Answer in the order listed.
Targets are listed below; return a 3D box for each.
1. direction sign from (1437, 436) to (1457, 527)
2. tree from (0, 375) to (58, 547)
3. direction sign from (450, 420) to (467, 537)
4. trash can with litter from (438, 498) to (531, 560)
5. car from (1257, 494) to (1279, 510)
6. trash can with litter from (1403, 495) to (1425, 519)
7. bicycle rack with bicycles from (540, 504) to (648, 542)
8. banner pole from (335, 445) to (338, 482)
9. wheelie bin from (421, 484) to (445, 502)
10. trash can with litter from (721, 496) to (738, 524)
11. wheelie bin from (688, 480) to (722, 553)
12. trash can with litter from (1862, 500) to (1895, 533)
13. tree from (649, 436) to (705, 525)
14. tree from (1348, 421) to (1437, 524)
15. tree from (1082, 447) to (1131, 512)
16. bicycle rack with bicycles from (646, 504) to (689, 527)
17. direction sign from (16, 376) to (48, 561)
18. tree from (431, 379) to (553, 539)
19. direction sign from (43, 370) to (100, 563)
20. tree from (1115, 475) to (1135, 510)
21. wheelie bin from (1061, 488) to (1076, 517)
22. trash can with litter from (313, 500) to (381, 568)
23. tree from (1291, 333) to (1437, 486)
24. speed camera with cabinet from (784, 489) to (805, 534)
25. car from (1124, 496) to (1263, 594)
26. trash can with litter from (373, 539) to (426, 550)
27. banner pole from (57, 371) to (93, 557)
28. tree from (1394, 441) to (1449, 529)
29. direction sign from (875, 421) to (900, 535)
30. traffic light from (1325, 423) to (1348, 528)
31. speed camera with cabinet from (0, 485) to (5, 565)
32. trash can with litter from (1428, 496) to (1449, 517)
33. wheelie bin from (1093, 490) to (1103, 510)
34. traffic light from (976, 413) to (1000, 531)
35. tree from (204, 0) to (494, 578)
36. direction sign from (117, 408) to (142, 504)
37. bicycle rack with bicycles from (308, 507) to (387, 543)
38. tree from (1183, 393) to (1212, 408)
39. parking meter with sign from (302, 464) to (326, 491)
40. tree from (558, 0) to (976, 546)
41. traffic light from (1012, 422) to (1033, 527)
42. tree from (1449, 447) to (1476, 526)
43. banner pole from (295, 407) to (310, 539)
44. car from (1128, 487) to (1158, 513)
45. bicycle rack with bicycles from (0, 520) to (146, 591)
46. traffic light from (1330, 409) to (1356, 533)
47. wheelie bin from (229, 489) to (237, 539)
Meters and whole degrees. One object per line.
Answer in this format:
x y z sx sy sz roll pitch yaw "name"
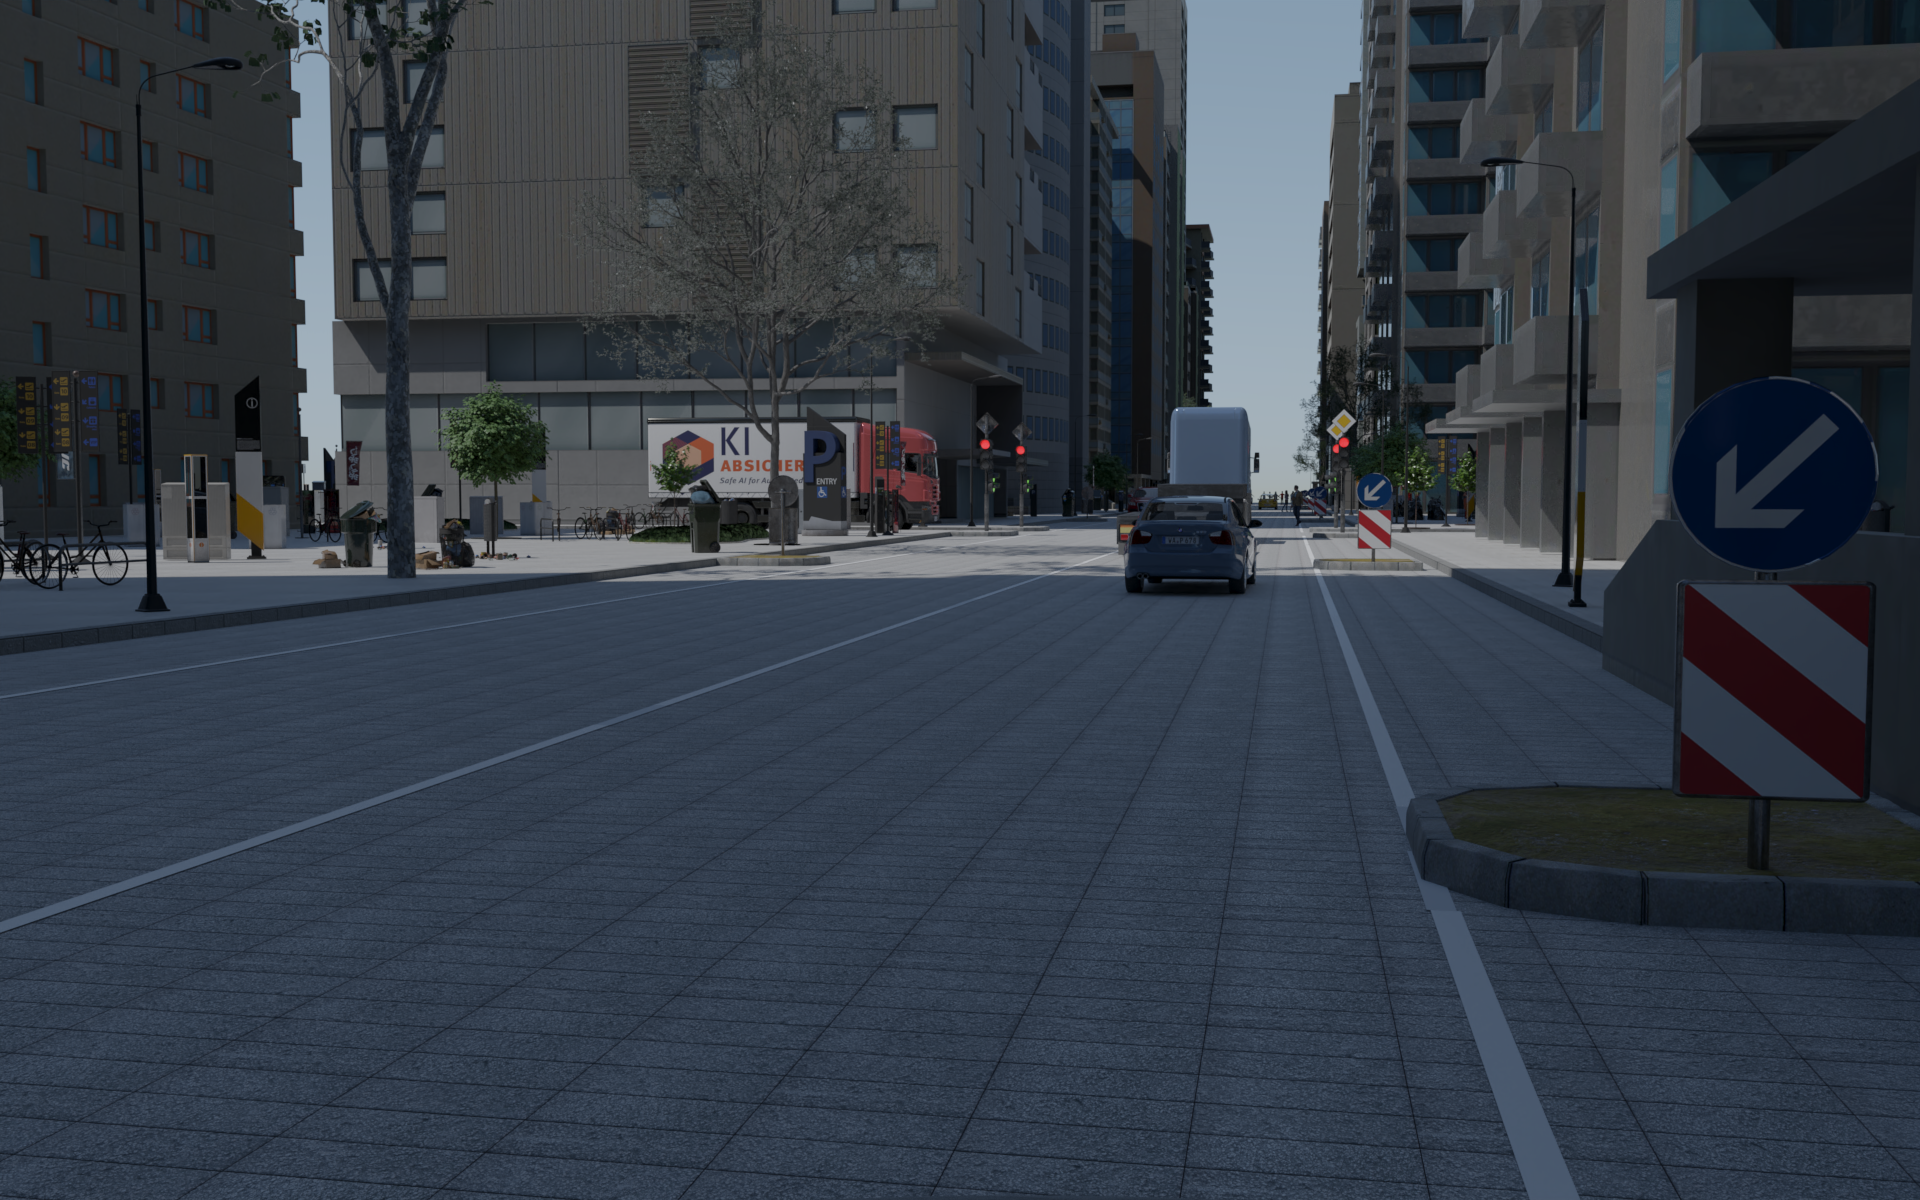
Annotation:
19.087 -4.642 67.893 0.379 3.537 0.876 -3 4 -39 "direction sign"
-23.825 -3.582 42.276 4.285 4.588 4.351 0 3 0 "tree"
-15.091 -3.686 52.262 0.379 3.537 0.876 1 4 20 "direction sign"
-9.311 -1.417 34.232 1.678 1.210 2.233 -2 4 -27 "trash can with litter"
28.425 -9.145 159.750 2.015 1.641 3.980 1 4 12 "car"
23.455 -4.725 88.308 1.678 1.210 2.233 1 4 16 "trash can with litter"
-10.465 -2.119 48.031 2.852 0.926 2.925 -1 4 -23 "bicycle rack with bicycles"
-31.531 -5.969 87.609 0.401 3.779 0.863 -1 4 -12 "banner pole"
-16.757 -2.880 54.992 0.693 1.594 0.980 -2 4 -35 "wheelie bin"
-6.667 -2.567 53.032 2.233 1.210 1.678 -1 4 -10 "trash can with litter"
-5.580 -1.828 37.800 0.693 1.594 0.980 -1 4 -20 "wheelie bin"
10.987 -0.585 20.615 1.678 1.210 2.233 0 4 1 "trash can with litter"
-9.699 -3.887 58.151 1.663 3.219 1.824 0 3 0 "tree"
19.207 -5.629 75.748 4.285 4.588 4.351 0 3 0 "tree"
10.330 -8.447 121.825 4.285 4.588 4.351 0 3 0 "tree"
-11.126 -2.950 61.620 2.852 0.926 2.925 -2 4 -32 "bicycle rack with bicycles"
-17.715 -2.538 33.494 0.876 3.537 0.379 -1 4 -16 "direction sign"
-13.390 -4.026 49.540 4.285 4.588 4.351 0 3 0 "tree"
-16.220 -2.436 31.833 0.876 3.537 0.379 0 4 5 "direction sign"
12.872 -8.778 138.116 1.663 3.219 1.824 0 3 0 "tree"
6.126 -5.491 97.692 0.693 1.594 0.980 1 4 17 "wheelie bin"
-10.674 -1.148 30.151 1.055 1.170 0.624 -3 5 -44 "trash can with litter"
23.383 -10.105 99.633 8.767 10.594 7.601 2 4 24 "tree"
-5.007 -3.747 55.595 2.038 3.252 0.660 -1 4 -19 "speed camera with cabinet"
3.547 -0.874 26.298 2.014 1.417 4.499 1 4 13 "car"
-13.352 -1.793 40.377 1.678 1.210 2.233 -1 4 -15 "trash can with litter"
-18.147 -2.773 35.353 0.863 3.779 0.401 2 4 24 "banner pole"
16.725 -4.236 63.866 1.663 3.219 1.824 0 3 0 "tree"
-2.245 -3.783 53.857 0.876 3.537 0.379 2 4 28 "direction sign"
14.177 -4.670 65.282 0.839 4.253 0.868 1 4 11 "traffic light"
-16.790 -2.139 29.309 0.660 3.252 2.038 -1 4 -16 "speed camera with cabinet"
25.194 -4.879 91.152 1.055 1.170 0.624 1 4 12 "trash can with litter"
10.710 -7.828 135.897 0.980 1.594 0.693 0 4 -1 "wheelie bin"
0.935 -4.325 59.636 0.839 4.253 0.868 1 4 11 "traffic light"
-7.504 -10.464 26.978 12.611 20.169 13.585 0 3 0 "tree"
-22.115 -3.314 46.173 0.379 3.537 0.876 1 4 12 "direction sign"
-15.724 -2.014 46.314 2.852 0.926 2.925 -3 5 -44 "bicycle rack with bicycles"
28.279 -18.968 216.777 9.857 13.997 8.962 0 3 0 "tree"
-36.880 -6.324 99.655 1.738 3.016 0.543 0 4 -7 "parking meter with sign"
-4.711 -8.102 42.831 12.009 13.543 11.850 0 3 0 "tree"
2.420 -4.805 67.482 0.839 4.253 0.868 1 4 11 "traffic light"
20.865 -4.656 70.720 1.663 3.219 1.824 0 3 0 "tree"
-19.151 -3.685 50.273 0.401 3.779 0.863 -2 4 -24 "banner pole"
9.967 -5.008 90.553 2.281 1.827 5.304 1 4 12 "car"
-12.750 -0.640 23.852 2.852 0.926 2.925 1 4 14 "bicycle rack with bicycles"
12.692 -4.191 57.435 0.839 4.253 0.868 1 4 11 "traffic light"
-20.987 -2.529 49.253 0.980 1.594 0.693 3 5 44 "wheelie bin"
